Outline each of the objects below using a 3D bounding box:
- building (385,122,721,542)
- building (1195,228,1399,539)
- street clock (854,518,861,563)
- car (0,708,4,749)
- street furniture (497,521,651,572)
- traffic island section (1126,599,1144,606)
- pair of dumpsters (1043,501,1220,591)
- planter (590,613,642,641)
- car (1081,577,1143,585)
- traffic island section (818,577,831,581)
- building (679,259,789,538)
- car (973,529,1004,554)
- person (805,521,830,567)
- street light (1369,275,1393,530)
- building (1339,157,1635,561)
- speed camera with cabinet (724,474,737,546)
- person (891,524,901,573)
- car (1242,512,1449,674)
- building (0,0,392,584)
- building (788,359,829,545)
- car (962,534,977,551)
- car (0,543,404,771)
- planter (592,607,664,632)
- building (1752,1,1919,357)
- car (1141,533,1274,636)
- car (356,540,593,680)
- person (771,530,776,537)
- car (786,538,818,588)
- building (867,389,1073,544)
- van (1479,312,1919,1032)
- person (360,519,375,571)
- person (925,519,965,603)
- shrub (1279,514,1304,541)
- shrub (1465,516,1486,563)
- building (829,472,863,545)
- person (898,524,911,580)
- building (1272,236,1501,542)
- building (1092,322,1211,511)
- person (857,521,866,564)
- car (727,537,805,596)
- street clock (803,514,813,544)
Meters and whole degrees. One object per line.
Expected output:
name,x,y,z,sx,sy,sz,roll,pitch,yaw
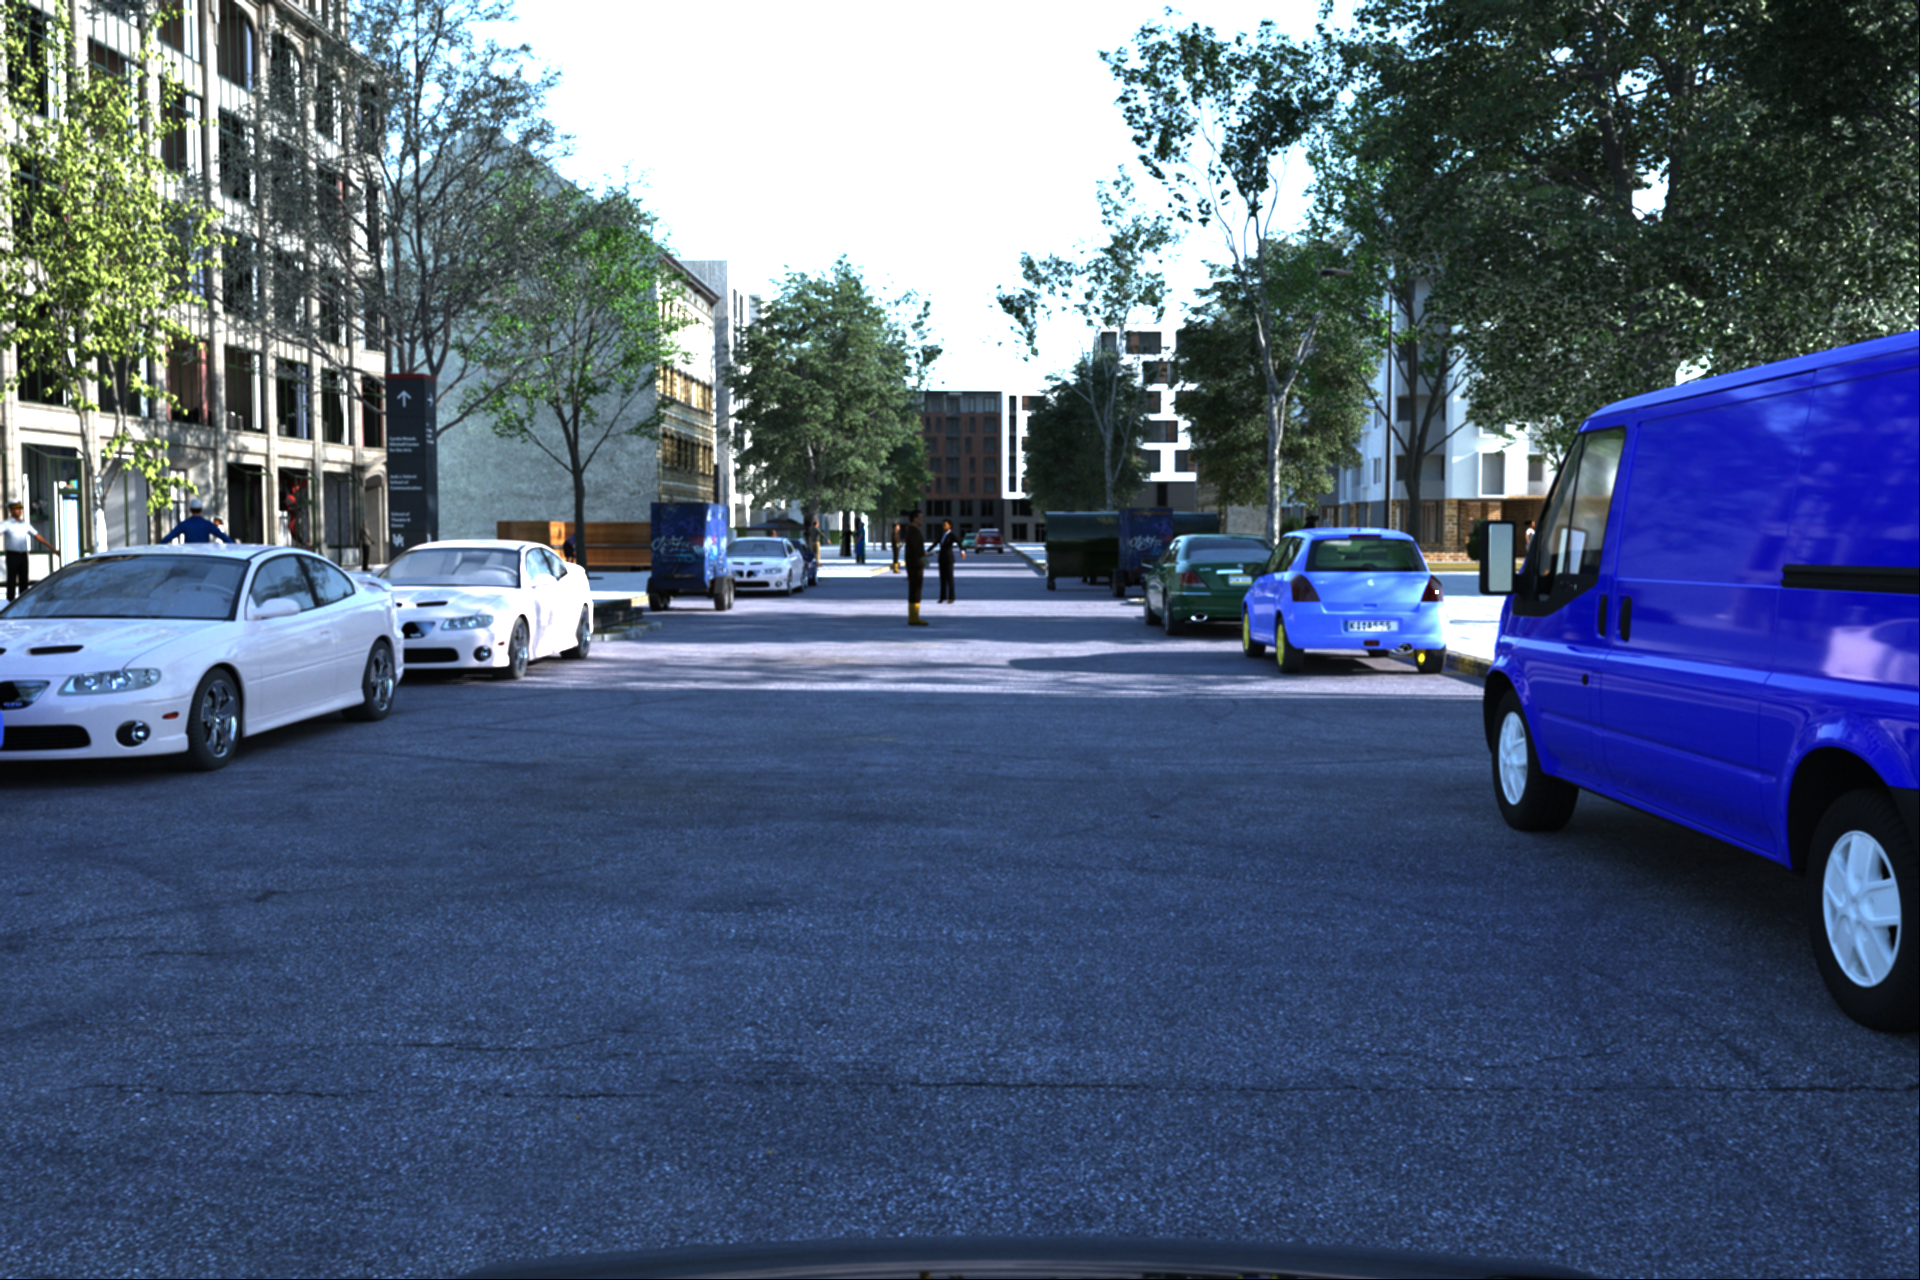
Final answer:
building,-25.130,-16.554,101.591,19.493,23.208,18.063,0,4,1
building,27.780,-18.152,127.713,19.493,23.208,18.063,0,4,1
street clock,-4.549,-4.453,77.375,0.358,2.002,0.471,0,4,2
car,-5.770,0.143,7.260,1.945,1.707,3.694,0,4,1
street furniture,-13.986,-3.444,63.156,11.010,1.723,9.812,1,4,8
traffic island section,4.411,-0.759,35.277,1.991,0.108,1.994,0,4,1
pair of dumpsters,4.343,-2.402,44.217,4.436,2.255,1.574,0,4,0
planter,-5.499,-0.175,23.997,1.991,0.319,1.994,0,4,2
car,4.495,-2.515,50.158,2.155,1.783,4.494,0,4,0
traffic island section,-4.994,-1.864,53.337,1.991,0.108,1.994,0,4,1
building,-22.896,-15.977,127.674,16.747,18.905,31.486,0,4,1
car,2.105,-7.198,126.358,2.281,1.827,5.304,0,3,0
person,-5.656,-3.780,68.082,1.348,1.796,0.705,3,4,37
street light,8.082,-3.541,30.432,1.470,5.913,1.316,0,4,1
building,25.925,-14.500,93.501,16.016,20.090,11.380,0,4,1
speed camera with cabinet,-7.923,-3.897,58.052,0.660,3.252,2.038,0,4,1
person,-2.314,-3.355,63.443,0.704,1.812,1.346,0,3,0
car,4.143,-0.581,19.092,1.945,1.707,3.694,0,4,1
building,-28.909,-14.299,50.443,14.369,24.946,33.146,0,4,2
building,-24.053,-19.813,190.402,16.747,18.905,31.486,0,4,0
car,1.121,-8.280,144.171,1.959,1.807,4.718,0,4,1
car,-5.381,0.023,11.987,2.083,1.381,4.827,0,4,1
planter,-5.528,-0.298,26.012,1.991,0.319,1.994,0,4,1
building,28.682,-13.121,42.253,11.050,23.595,19.941,0,4,1
car,3.823,-0.859,25.849,2.131,1.459,4.920,0,4,0
car,-5.231,-0.378,18.549,2.083,1.381,4.827,0,4,1
person,-7.074,-3.425,65.260,0.991,1.433,0.599,-2,4,-32
car,-4.865,-2.097,46.872,1.945,1.354,3.894,0,4,1
building,2.863,-25.004,255.239,32.646,21.610,27.936,0,4,-5
van,3.565,-0.137,6.619,2.240,2.365,5.245,0,3,0
person,-20.409,-3.267,59.551,0.705,1.813,1.348,-2,4,-33
person,-0.329,-1.631,35.848,1.216,1.740,0.721,3,5,44
shrub,12.283,-3.673,64.089,1.661,2.075,1.752,0,3,0
shrub,23.329,-4.471,77.149,1.661,2.075,1.752,0,3,0
building,-22.348,-21.883,224.244,16.747,18.905,31.486,0,4,2
person,-1.650,-2.721,53.742,0.721,1.733,1.217,1,4,21
building,25.277,-15.571,111.011,16.016,20.090,11.380,0,4,2
building,27.765,-20.749,183.214,27.936,21.610,32.646,0,4,1
person,-4.177,-4.117,73.437,0.704,1.817,1.347,0,4,4
car,-4.804,-1.777,41.414,2.083,1.381,4.827,0,4,1
street clock,-5.383,-3.466,61.246,0.358,2.002,0.471,0,4,3
